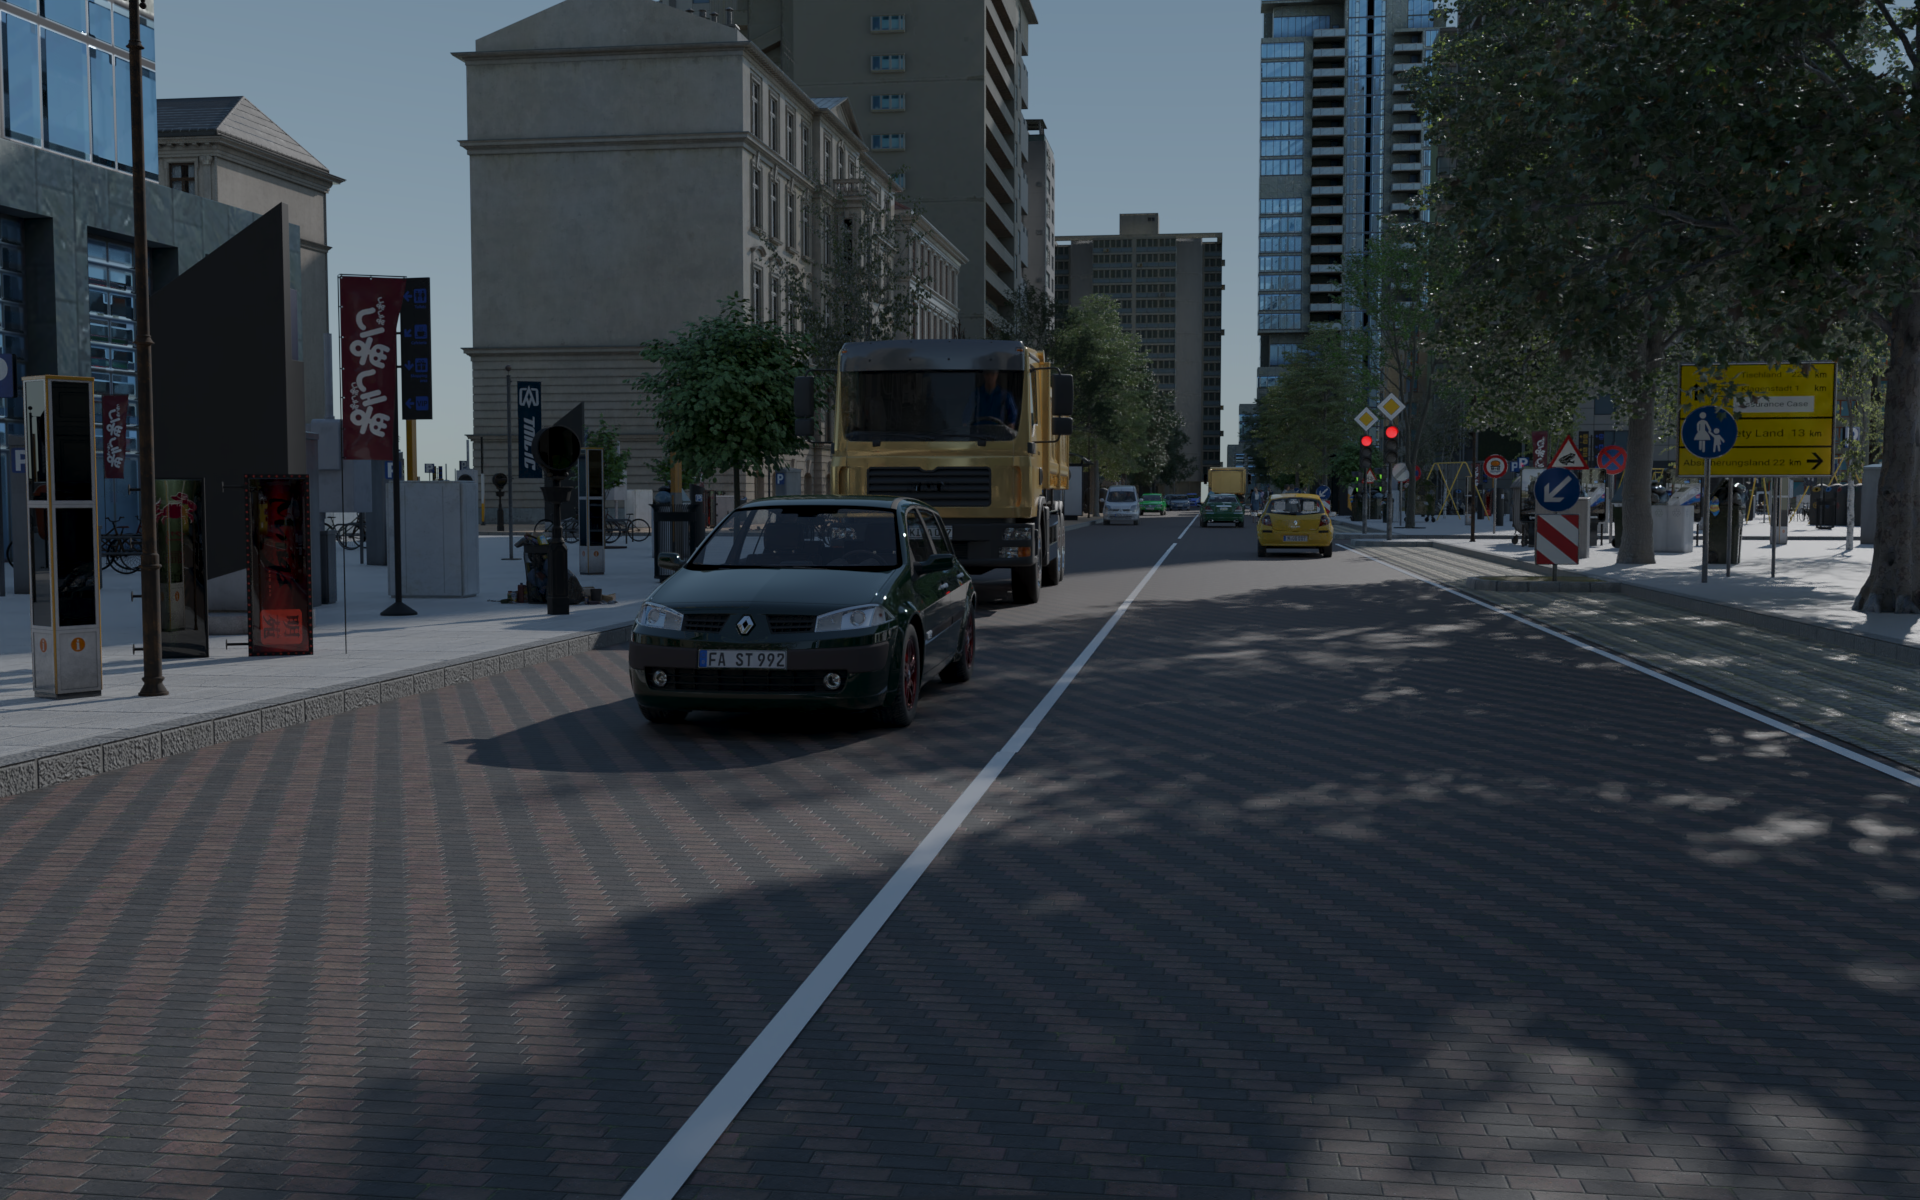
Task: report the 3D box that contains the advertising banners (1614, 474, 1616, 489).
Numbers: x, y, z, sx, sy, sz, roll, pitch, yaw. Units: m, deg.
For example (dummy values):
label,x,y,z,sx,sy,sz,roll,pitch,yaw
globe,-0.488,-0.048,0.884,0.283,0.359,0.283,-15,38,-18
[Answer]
label,x,y,z,sx,sy,sz,roll,pitch,yaw
advertising banners,39.331,-6.504,102.523,0.090,3.025,2.074,-3,5,-45

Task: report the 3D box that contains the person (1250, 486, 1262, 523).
label,x,y,z,sx,sy,sz,roll,pitch,yaw
person,14.895,-4.811,87.191,0.581,1.822,0.654,1,4,11

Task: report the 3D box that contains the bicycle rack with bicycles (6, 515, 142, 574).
label,x,y,z,sx,sy,sz,roll,pitch,yaw
bicycle rack with bicycles,-13.985,-0.907,28.212,2.925,0.926,2.852,-1,4,-10

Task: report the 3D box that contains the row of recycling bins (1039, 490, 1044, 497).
label,x,y,z,sx,sy,sz,roll,pitch,yaw
row of recycling bins,4.163,-5.149,91.307,1.069,1.692,3.534,1,4,22

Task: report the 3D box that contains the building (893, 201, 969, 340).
label,x,y,z,sx,sy,sz,roll,pitch,yaw
building,-6.598,-17.103,115.792,11.583,22.565,21.152,1,4,8

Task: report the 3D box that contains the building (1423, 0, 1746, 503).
label,x,y,z,sx,sy,sz,roll,pitch,yaw
building,48.741,-42.705,136.476,20.563,71.187,20.611,1,4,8

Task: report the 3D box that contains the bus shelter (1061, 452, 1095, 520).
label,x,y,z,sx,sy,sz,roll,pitch,yaw
bus shelter,5.553,-5.669,86.613,2.014,3.302,5.546,1,4,8

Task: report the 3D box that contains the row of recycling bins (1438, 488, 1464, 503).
label,x,y,z,sx,sy,sz,roll,pitch,yaw
row of recycling bins,35.491,-7.022,121.917,3.534,1.692,1.069,1,4,12

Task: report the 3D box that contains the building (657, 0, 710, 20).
label,x,y,z,sx,sy,sz,roll,pitch,yaw
building,-18.242,-39.675,190.693,28.212,58.520,21.231,1,4,8

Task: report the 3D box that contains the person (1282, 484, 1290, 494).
label,x,y,z,sx,sy,sz,roll,pitch,yaw
person,13.588,-3.940,72.768,0.795,1.843,0.661,1,4,21

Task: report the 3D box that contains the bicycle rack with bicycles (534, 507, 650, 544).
label,x,y,z,sx,sy,sz,roll,pitch,yaw
bicycle rack with bicycles,-9.723,-1.965,45.504,2.925,0.926,2.852,0,4,-4

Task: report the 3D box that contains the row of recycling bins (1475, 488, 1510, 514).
label,x,y,z,sx,sy,sz,roll,pitch,yaw
row of recycling bins,34.598,-6.410,111.917,1.069,1.692,3.534,0,4,-4

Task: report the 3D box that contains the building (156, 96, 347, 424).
label,x,y,z,sx,sy,sz,roll,pitch,yaw
building,-39.590,-13.129,79.281,19.286,19.102,10.561,1,4,8

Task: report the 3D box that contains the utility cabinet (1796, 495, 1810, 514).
label,x,y,z,sx,sy,sz,roll,pitch,yaw
utility cabinet,55.287,-6.264,113.576,1.020,1.237,0.306,-2,4,-27

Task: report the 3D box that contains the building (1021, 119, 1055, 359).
label,x,y,z,sx,sy,sz,roll,pitch,yaw
building,3.211,-31.080,191.747,14.086,41.232,14.154,1,4,8

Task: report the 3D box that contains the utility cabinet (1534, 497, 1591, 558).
label,x,y,z,sx,sy,sz,roll,pitch,yaw
utility cabinet,12.130,-1.451,34.891,1.020,1.237,0.306,2,4,32

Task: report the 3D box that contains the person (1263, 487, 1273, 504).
label,x,y,z,sx,sy,sz,roll,pitch,yaw
person,20.343,-6.510,114.304,0.648,1.900,0.474,-2,4,-35

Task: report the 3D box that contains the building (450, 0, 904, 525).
label,x,y,z,sx,sy,sz,roll,pitch,yaw
building,-11.443,-16.463,88.255,14.460,24.649,34.723,1,4,8

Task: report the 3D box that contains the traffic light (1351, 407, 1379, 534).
label,x,y,z,sx,sy,sz,roll,pitch,yaw
traffic light,13.060,-4.095,55.875,0.839,4.253,0.868,1,4,8

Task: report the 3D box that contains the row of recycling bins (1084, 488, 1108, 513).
label,x,y,z,sx,sy,sz,roll,pitch,yaw
row of recycling bins,8.311,-6.684,116.404,3.534,1.692,1.069,-1,4,-11

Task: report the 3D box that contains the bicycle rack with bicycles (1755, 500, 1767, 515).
label,x,y,z,sx,sy,sz,roll,pitch,yaw
bicycle rack with bicycles,47.976,-5.626,105.361,2.925,0.926,2.852,-2,4,-33

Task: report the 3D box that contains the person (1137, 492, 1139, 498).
label,x,y,z,sx,sy,sz,roll,pitch,yaw
person,21.934,-12.462,212.966,1.217,1.736,0.721,-1,4,-18

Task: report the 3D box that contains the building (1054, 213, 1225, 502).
label,x,y,z,sx,sy,sz,roll,pitch,yaw
building,24.874,-33.671,242.396,23.993,40.220,32.217,1,4,8

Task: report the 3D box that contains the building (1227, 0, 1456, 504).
label,x,y,z,sx,sy,sz,roll,pitch,yaw
building,51.619,-56.159,230.874,31.000,86.520,22.319,1,4,8

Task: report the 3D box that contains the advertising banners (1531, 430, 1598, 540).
label,x,y,z,sx,sy,sz,roll,pitch,yaw
advertising banners,16.468,-3.122,47.240,0.090,3.025,2.074,-3,4,-38

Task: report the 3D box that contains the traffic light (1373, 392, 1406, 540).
label,x,y,z,sx,sy,sz,roll,pitch,yaw
traffic light,11.897,-3.612,47.975,0.839,4.253,0.868,1,4,8

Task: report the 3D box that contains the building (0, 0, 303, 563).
label,x,y,z,sx,sy,sz,roll,pitch,yaw
building,-32.787,-43.910,30.595,31.000,86.520,22.319,1,4,8

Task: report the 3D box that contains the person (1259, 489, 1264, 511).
label,x,y,z,sx,sy,sz,roll,pitch,yaw
person,26.040,-8.669,150.110,0.599,1.838,0.709,2,4,32

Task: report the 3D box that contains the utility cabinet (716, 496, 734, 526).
label,x,y,z,sx,sy,sz,roll,pitch,yaw
utility cabinet,-9.038,-3.371,66.274,1.020,1.237,0.306,0,4,5

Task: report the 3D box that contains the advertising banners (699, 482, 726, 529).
label,x,y,z,sx,sy,sz,roll,pitch,yaw
advertising banners,-9.952,-4.464,69.181,0.090,3.025,2.074,-3,5,-39

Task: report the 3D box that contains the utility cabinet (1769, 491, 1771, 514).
label,x,y,z,sx,sy,sz,roll,pitch,yaw
utility cabinet,50.668,-6.043,107.480,0.318,1.500,1.173,0,4,-5

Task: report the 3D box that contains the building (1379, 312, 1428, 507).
label,x,y,z,sx,sy,sz,roll,pitch,yaw
building,58.106,-20.236,175.900,27.650,21.520,28.899,1,4,8

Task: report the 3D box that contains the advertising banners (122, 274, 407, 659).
label,x,y,z,sx,sy,sz,roll,pitch,yaw
advertising banners,-5.419,-1.068,13.655,2.074,3.025,0.090,-1,4,-18

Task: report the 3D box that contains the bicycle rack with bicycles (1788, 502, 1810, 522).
label,x,y,z,sx,sy,sz,roll,pitch,yaw
bicycle rack with bicycles,39.967,-4.140,81.064,2.852,0.926,2.925,1,4,22

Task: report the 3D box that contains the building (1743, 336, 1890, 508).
label,x,y,z,sx,sy,sz,roll,pitch,yaw
building,91.635,-20.042,172.726,28.899,21.520,27.650,1,4,8

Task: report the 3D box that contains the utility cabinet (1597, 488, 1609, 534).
label,x,y,z,sx,sy,sz,roll,pitch,yaw
utility cabinet,20.098,-2.849,55.260,1.173,1.500,0.318,-1,4,-14

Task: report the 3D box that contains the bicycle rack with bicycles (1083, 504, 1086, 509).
label,x,y,z,sx,sy,sz,roll,pitch,yaw
bicycle rack with bicycles,6.880,-6.009,111.632,2.852,0.926,2.925,-2,4,-34

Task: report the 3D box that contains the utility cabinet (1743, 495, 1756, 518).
label,x,y,z,sx,sy,sz,roll,pitch,yaw
utility cabinet,42.482,-5.047,93.681,1.020,1.237,0.306,0,4,-6

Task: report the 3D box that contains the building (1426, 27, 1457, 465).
label,x,y,z,sx,sy,sz,roll,pitch,yaw
building,48.945,-28.830,154.959,14.154,41.232,14.086,1,4,8

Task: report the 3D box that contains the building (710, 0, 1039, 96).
label,x,y,z,sx,sy,sz,roll,pitch,yaw
building,-7.783,-35.565,170.732,28.713,52.752,27.495,1,4,8

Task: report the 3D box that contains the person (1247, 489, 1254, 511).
label,x,y,z,sx,sy,sz,roll,pitch,yaw
person,25.007,-8.582,148.439,0.705,1.869,1.348,3,4,38

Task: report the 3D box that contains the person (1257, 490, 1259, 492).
label,x,y,z,sx,sy,sz,roll,pitch,yaw
person,26.168,-8.794,152.288,0.705,1.822,1.348,1,4,19

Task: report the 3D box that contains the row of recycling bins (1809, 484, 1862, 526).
label,x,y,z,sx,sy,sz,roll,pitch,yaw
row of recycling bins,35.879,-3.879,70.530,1.069,1.692,3.534,0,4,-5

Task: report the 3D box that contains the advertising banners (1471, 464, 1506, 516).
label,x,y,z,sx,sy,sz,roll,pitch,yaw
advertising banners,30.298,-6.307,99.309,2.074,3.025,0.090,0,4,-3

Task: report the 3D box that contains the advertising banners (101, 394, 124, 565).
label,x,y,z,sx,sy,sz,roll,pitch,yaw
advertising banners,-15.565,-2.101,30.547,2.074,3.025,0.090,1,4,9

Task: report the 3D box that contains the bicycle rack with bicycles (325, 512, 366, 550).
label,x,y,z,sx,sy,sz,roll,pitch,yaw
bicycle rack with bicycles,-13.629,-1.641,40.206,2.925,0.926,2.852,-1,4,-10

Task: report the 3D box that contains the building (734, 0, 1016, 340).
label,x,y,z,sx,sy,sz,roll,pitch,yaw
building,-7.140,-31.903,145.317,21.300,48.544,21.600,1,4,8

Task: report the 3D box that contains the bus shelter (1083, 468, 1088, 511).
label,x,y,z,sx,sy,sz,roll,pitch,yaw
bus shelter,9.132,-8.276,126.597,1.731,3.624,6.357,1,4,8

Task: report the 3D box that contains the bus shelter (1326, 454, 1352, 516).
label,x,y,z,sx,sy,sz,roll,pitch,yaw
bus shelter,22.889,-6.855,103.358,1.731,3.624,6.357,1,4,8
